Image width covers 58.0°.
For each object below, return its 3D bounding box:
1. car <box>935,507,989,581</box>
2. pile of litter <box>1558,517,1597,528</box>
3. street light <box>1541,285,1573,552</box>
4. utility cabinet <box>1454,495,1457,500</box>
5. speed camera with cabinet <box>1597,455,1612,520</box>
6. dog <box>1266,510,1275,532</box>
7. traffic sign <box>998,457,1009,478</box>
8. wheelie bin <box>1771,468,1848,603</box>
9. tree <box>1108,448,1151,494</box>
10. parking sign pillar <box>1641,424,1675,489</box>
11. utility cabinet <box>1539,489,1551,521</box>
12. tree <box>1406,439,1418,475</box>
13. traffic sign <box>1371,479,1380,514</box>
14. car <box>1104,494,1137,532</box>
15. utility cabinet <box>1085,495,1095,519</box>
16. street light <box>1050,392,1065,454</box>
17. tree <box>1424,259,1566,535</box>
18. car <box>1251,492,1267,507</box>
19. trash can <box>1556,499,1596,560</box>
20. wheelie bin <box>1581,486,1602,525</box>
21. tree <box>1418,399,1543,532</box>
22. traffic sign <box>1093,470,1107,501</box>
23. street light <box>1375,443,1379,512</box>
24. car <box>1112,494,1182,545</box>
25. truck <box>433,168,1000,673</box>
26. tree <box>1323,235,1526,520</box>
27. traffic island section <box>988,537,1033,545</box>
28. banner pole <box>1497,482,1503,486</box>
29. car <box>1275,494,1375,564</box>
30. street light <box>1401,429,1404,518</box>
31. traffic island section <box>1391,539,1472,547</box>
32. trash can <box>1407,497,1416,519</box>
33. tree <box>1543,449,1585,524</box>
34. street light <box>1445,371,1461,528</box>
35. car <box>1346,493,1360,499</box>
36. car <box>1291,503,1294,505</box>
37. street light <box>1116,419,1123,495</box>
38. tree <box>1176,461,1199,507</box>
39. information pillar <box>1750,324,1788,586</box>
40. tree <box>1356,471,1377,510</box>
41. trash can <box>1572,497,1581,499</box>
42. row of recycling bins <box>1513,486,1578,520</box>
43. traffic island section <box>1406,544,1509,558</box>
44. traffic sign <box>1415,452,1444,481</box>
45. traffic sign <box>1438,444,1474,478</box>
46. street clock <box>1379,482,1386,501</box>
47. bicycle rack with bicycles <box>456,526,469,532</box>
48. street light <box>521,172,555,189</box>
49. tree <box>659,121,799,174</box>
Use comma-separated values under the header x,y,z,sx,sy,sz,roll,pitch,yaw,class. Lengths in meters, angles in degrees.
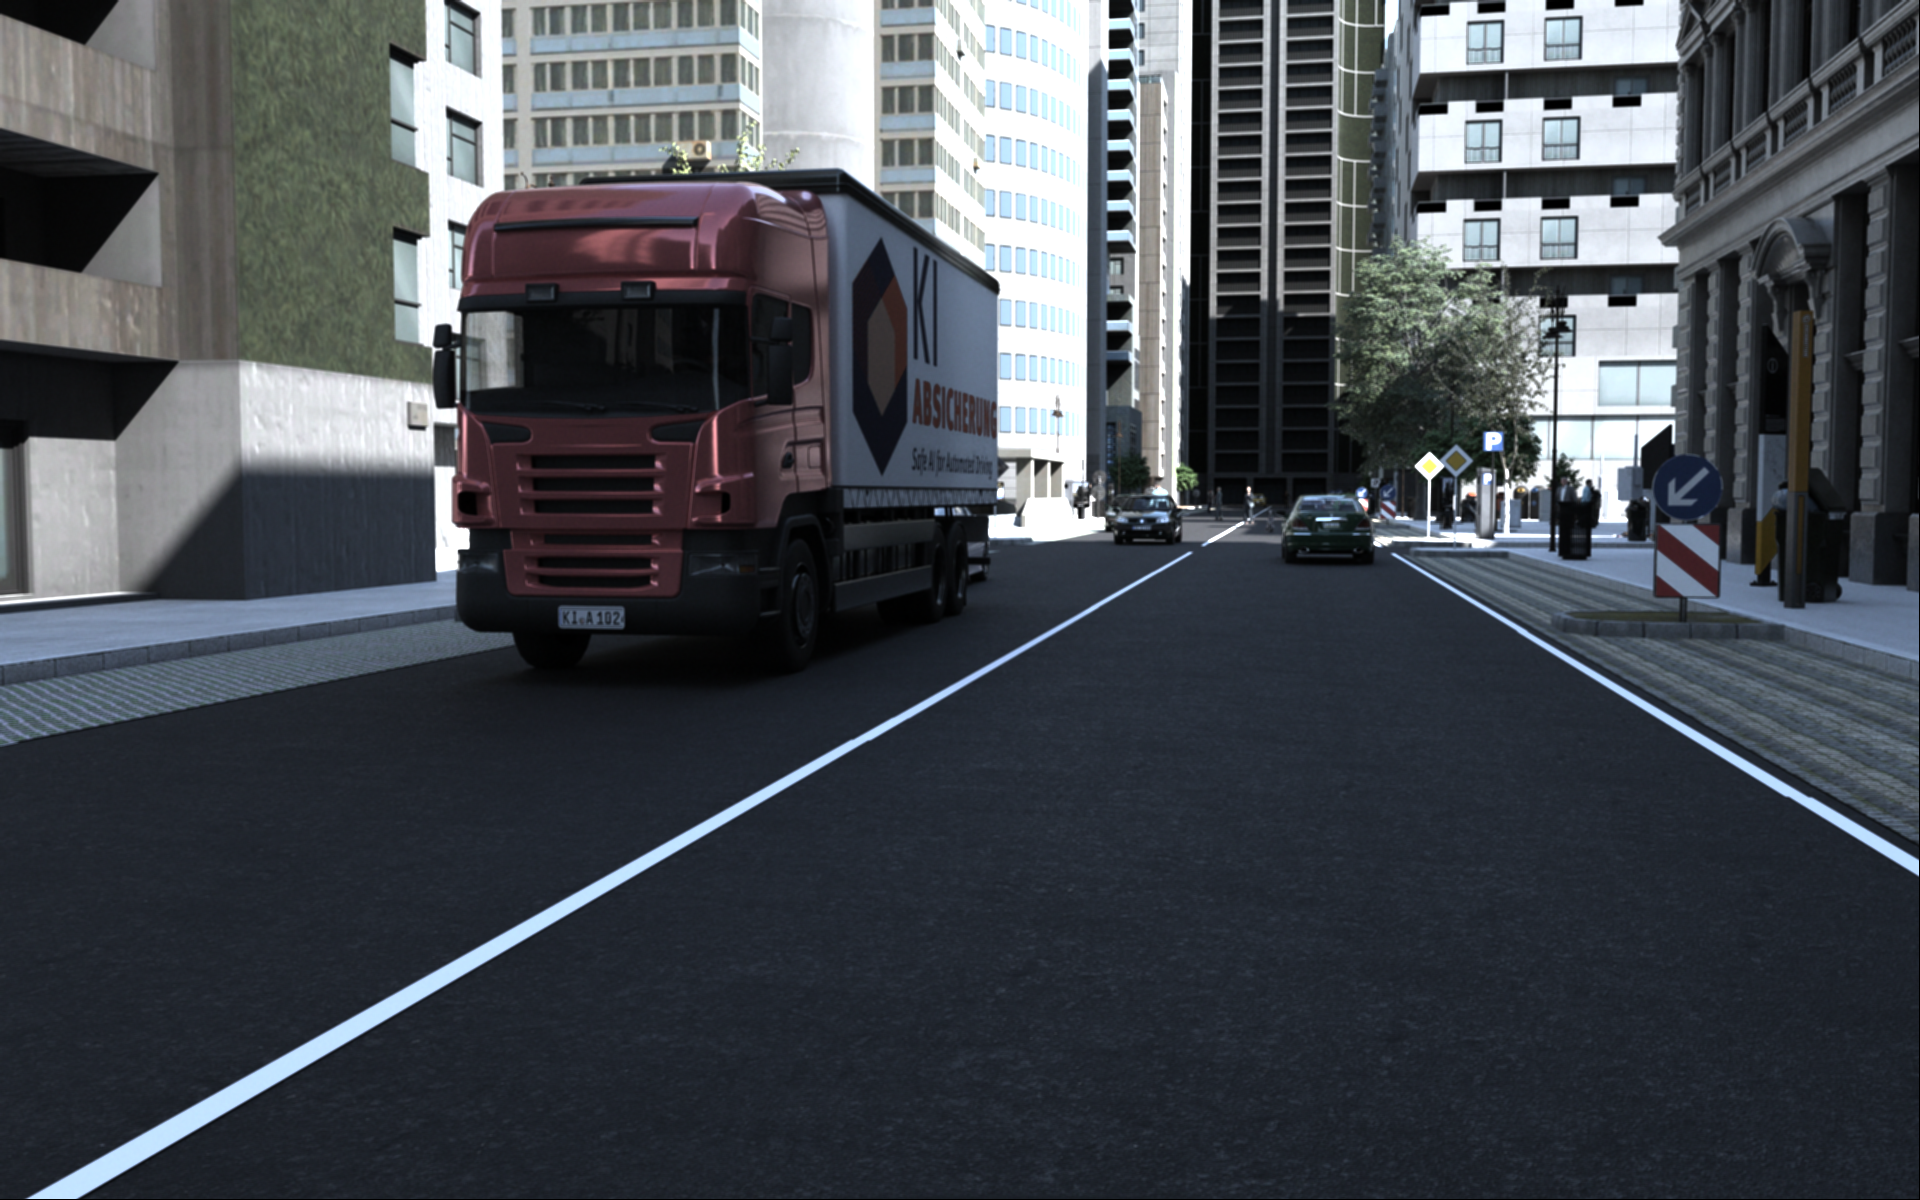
x,y,z,sx,sy,sz,roll,pitch,yaw,class
-0.688,-0.923,27.454,2.083,1.381,4.827,1,4,10,car
23.269,-3.140,65.310,1.719,0.858,1.176,-1,4,-17,pile of litter
13.223,-4.017,38.470,0.468,5.910,1.993,1,4,11,street light
26.281,-5.021,93.261,0.306,1.237,1.020,-2,4,-24,utility cabinet
32.224,-5.606,85.991,0.660,3.252,2.038,0,4,6,speed camera with cabinet
11.627,-2.973,65.444,0.800,0.831,0.513,-3,4,-36,dog
1.009,-2.935,50.183,0.795,2.593,0.064,1,4,11,traffic sign
10.111,-0.781,20.677,0.980,1.594,0.693,-3,5,-44,wheelie bin
12.164,-8.577,123.952,4.285,4.588,4.351,0,3,0,tree
27.188,-4.832,67.475,1.447,3.967,1.447,-2,4,-31,parking sign pillar
27.402,-4.371,80.152,1.173,1.500,0.318,-1,4,-10,utility cabinet
21.021,-5.579,74.923,4.285,4.588,4.351,0,3,0,tree
27.341,-6.842,113.992,0.606,2.300,0.079,1,4,15,traffic sign
6.595,-3.480,66.681,2.009,1.686,4.222,1,4,11,car
6.541,-4.713,88.220,0.306,1.237,1.020,2,4,34,utility cabinet
4.432,-6.473,78.617,0.468,5.910,1.993,1,4,11,street light
16.774,-6.308,53.493,4.360,8.622,3.978,0,3,0,tree
32.838,-11.040,190.735,2.015,1.641,3.980,1,4,11,car
12.035,-1.360,33.884,0.748,1.137,0.748,0,3,0,trash can
25.911,-3.862,71.059,0.693,1.594,0.980,3,4,37,wheelie bin
18.520,-4.651,59.752,4.285,4.588,4.351,0,3,0,tree
7.483,-5.676,92.911,0.768,2.556,0.104,1,4,16,traffic sign
29.187,-9.059,120.894,0.468,5.910,1.993,1,4,11,street light
5.512,-2.493,50.555,2.009,1.686,4.222,1,4,12,car
-1.748,-1.743,17.406,2.839,4.237,11.283,1,4,11,truck
22.463,-10.859,84.206,9.857,13.997,8.962,0,3,0,tree
0.984,-1.711,50.255,2.009,0.180,2.903,1,4,11,traffic island section
21.351,-4.841,69.159,0.401,3.779,0.863,-3,5,-39,banner pole
7.871,-1.555,37.227,2.131,1.459,4.920,1,4,9,car
23.804,-7.354,93.018,0.468,5.910,1.993,1,4,11,street light
13.005,-1.570,47.947,2.009,0.180,2.903,1,4,11,traffic island section
23.638,-4.813,90.347,0.748,1.137,0.748,0,3,0,trash can
25.654,-4.861,74.086,1.663,3.219,1.824,0,3,0,tree
18.484,-5.646,65.102,0.468,5.910,1.993,1,4,11,street light
25.682,-6.480,114.751,1.959,1.807,4.718,1,4,9,car
19.072,-5.012,94.518,1.945,1.354,3.894,1,4,11,car
9.820,-8.195,106.775,0.468,5.910,1.993,1,4,11,street light
22.078,-11.561,172.732,4.285,4.588,4.351,0,3,0,tree
11.300,-2.004,24.123,0.504,3.616,0.183,-2,4,-28,information pillar
33.347,-9.014,141.976,1.663,3.219,1.824,0,3,0,tree
29.883,-4.421,83.938,0.748,1.137,0.748,0,3,0,trash can
29.313,-4.873,86.781,1.069,1.692,3.534,-3,4,-38,row of recycling bins
11.497,-1.090,40.105,2.009,0.180,2.903,1,4,11,traffic island section
12.980,-2.794,47.868,0.795,2.593,0.064,1,4,11,traffic sign
11.472,-2.314,40.027,0.795,2.593,0.064,1,4,11,traffic sign
25.861,-6.205,106.028,0.471,2.002,0.358,-3,5,-39,street clock
-17.116,-2.838,59.777,2.852,0.926,2.925,-2,4,-34,bicycle rack with bicycles
-5.928,-3.212,25.299,0.468,5.910,1.993,1,4,11,street light
-4.690,-5.187,35.171,4.737,8.622,4.395,0,3,0,tree
